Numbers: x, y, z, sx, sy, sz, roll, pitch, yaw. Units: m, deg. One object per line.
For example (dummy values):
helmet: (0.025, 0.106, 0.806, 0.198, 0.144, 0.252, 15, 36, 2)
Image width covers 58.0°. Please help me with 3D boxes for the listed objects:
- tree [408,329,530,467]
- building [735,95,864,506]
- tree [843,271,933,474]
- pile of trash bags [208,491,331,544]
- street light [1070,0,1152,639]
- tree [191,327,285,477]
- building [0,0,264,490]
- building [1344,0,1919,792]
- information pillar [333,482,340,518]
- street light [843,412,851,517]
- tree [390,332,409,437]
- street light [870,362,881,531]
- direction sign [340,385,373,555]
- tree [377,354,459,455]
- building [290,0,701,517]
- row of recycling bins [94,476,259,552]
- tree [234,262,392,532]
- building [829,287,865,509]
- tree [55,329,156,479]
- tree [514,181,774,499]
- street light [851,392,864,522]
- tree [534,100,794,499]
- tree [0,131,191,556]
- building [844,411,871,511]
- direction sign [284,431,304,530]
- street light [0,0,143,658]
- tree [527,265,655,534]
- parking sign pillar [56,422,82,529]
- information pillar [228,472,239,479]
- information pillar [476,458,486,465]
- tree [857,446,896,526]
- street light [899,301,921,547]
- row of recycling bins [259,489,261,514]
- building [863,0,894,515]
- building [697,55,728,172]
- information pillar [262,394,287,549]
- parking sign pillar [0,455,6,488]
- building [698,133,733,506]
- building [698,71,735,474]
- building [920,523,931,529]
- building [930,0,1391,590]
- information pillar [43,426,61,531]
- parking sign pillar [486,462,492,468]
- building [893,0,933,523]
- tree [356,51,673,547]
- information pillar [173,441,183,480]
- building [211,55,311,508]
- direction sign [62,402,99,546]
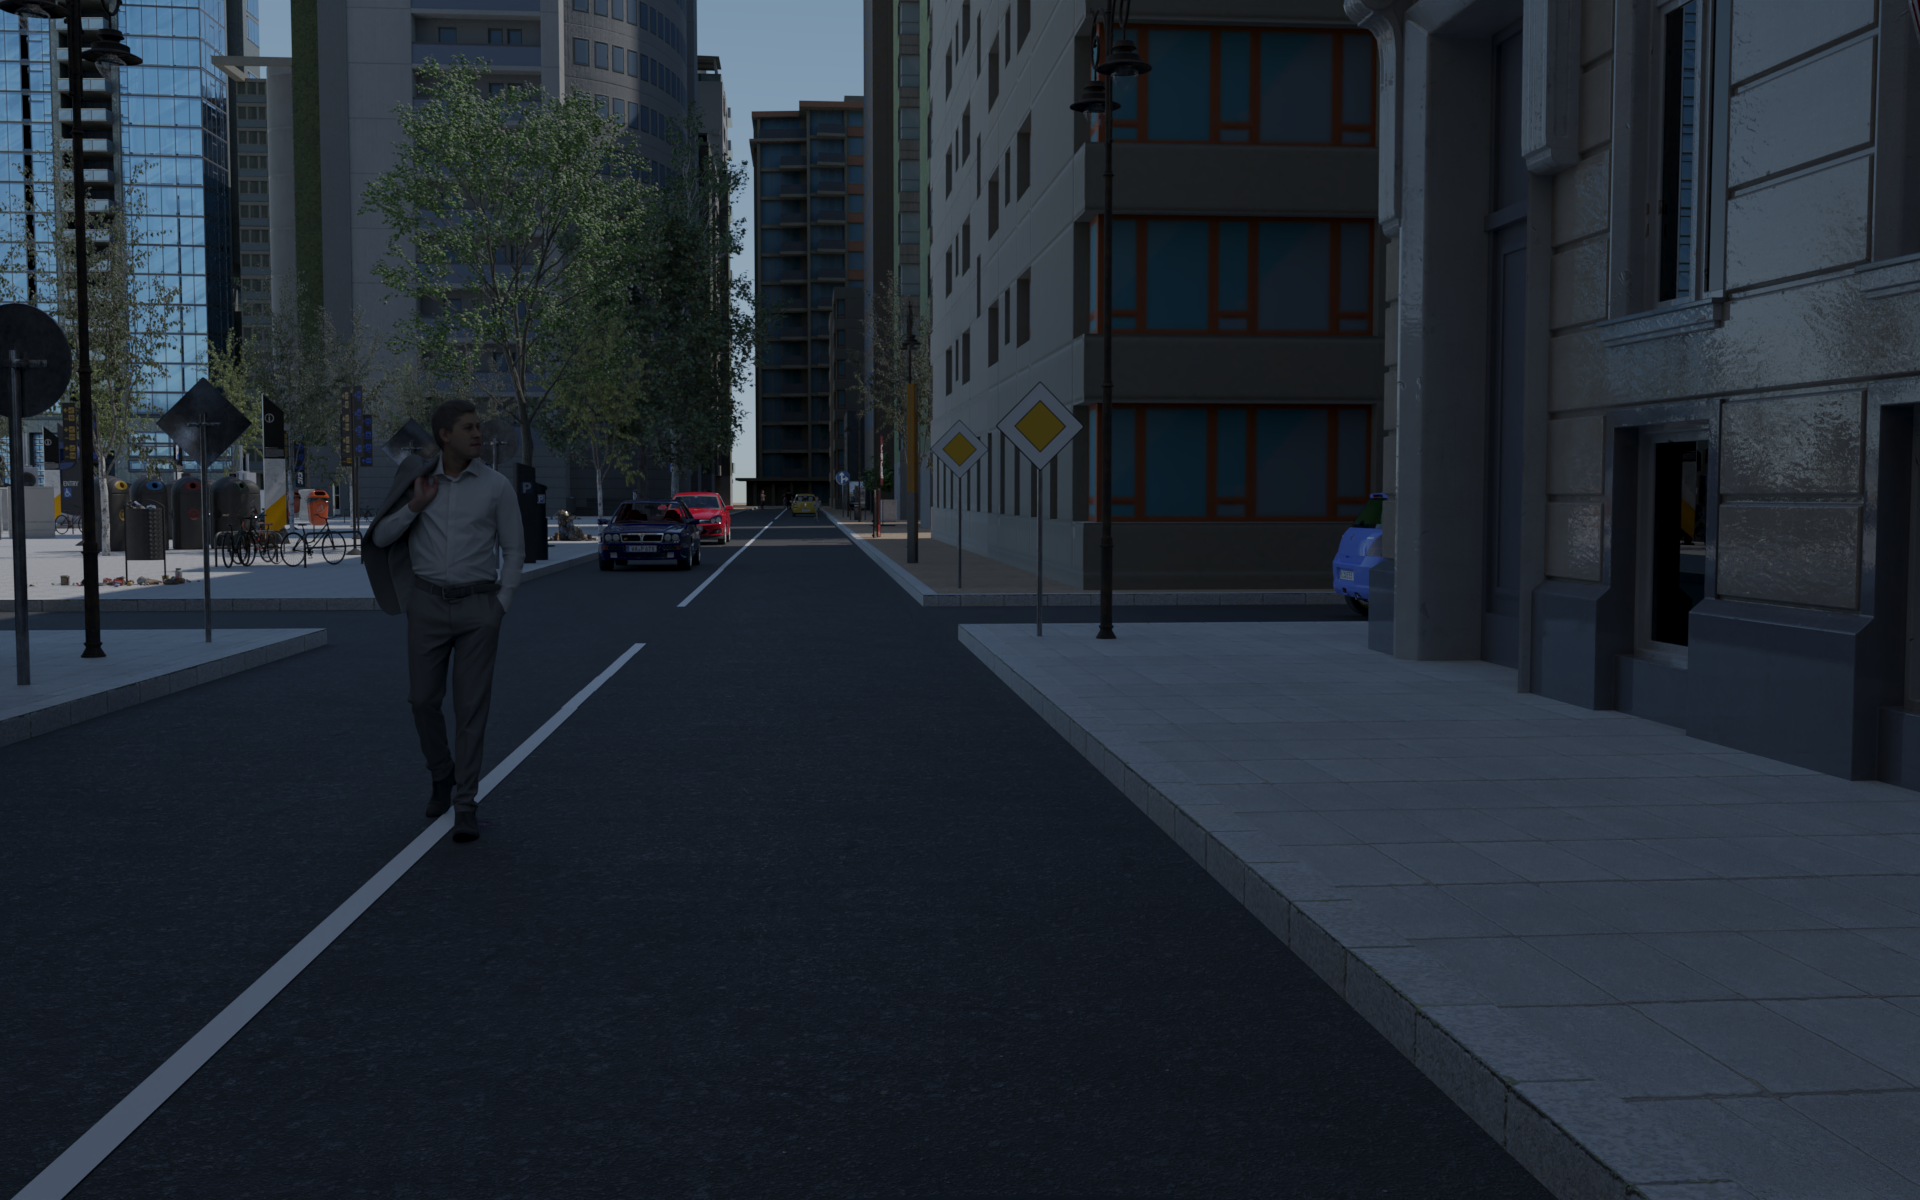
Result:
tree: (-20.470, -7.489, 72.801, 4.360, 8.622, 3.978, 0, 3, 0)
building: (-10.327, -32.959, 193.496, 28.867, 44.769, 22.147, 0, 4, -5)
tree: (-1.668, -6.498, 56.601, 4.360, 8.622, 3.978, 0, 3, 0)
pile of trash bags: (-17.998, -2.145, 44.817, 3.447, 1.369, 1.912, -3, 5, -44)
street light: (1.299, -2.595, 15.215, 0.468, 5.910, 1.993, 0, 4, -5)
tree: (-32.443, -7.782, 77.590, 4.737, 8.622, 4.395, 0, 3, 0)
building: (-76.521, -51.513, 154.911, 31.000, 86.520, 22.319, 0, 4, -5)
building: (10.452, -13.362, 4.376, 13.634, 28.700, 20.117, 0, 4, -5)
information pillar: (-33.899, -5.484, 94.158, 0.304, 2.012, 0.304, -3, 4, -36)
street light: (-6.304, -7.625, 97.451, 0.468, 5.910, 1.993, 0, 4, -5)
tree: (-23.562, -7.083, 66.177, 4.360, 8.622, 3.978, 0, 3, 0)
street light: (-2.935, -5.354, 60.328, 0.468, 5.910, 1.993, 0, 4, -5)
direction sign: (-12.754, -2.717, 36.414, 0.876, 3.537, 0.379, 3, 5, 44)
tree: (-28.537, -8.649, 91.775, 4.737, 8.622, 4.395, 0, 3, 0)
building: (-28.017, -34.714, 109.577, 21.231, 58.520, 28.212, 0, 4, -5)
row of recycling bins: (-18.156, -1.997, 39.761, 3.534, 1.692, 1.069, -3, 5, -44)
tree: (-21.319, -6.425, 55.408, 4.360, 8.622, 3.978, 0, 3, 0)
building: (1.978, -19.280, 160.261, 27.650, 21.520, 28.899, 0, 4, -5)
tree: (-38.760, -7.814, 78.125, 4.737, 8.622, 4.395, 0, 3, 0)
tree: (-11.676, -8.970, 63.660, 9.611, 12.733, 9.660, 0, 3, 0)
street light: (-4.562, -6.465, 78.488, 0.468, 5.910, 1.993, 0, 4, -5)
tree: (-14.610, -14.059, 85.756, 12.611, 20.169, 13.585, 0, 3, 0)
tree: (-17.656, -5.201, 35.398, 4.360, 8.622, 3.978, 0, 3, 0)
building: (2.851, -49.843, 127.610, 22.319, 86.520, 31.000, 0, 4, -5)
direction sign: (-23.902, -4.279, 61.965, 0.876, 3.537, 0.379, -3, 4, -37)
street light: (-6.820, -2.487, 13.454, 0.468, 5.910, 1.993, 0, 4, -5)
tree: (-11.433, -6.369, 54.495, 4.737, 8.622, 4.395, 0, 3, 0)
parking sign pillar: (-33.206, -4.663, 64.708, 1.447, 3.967, 1.447, 1, 4, 17)
information pillar: (-24.707, -3.331, 58.953, 0.304, 2.012, 0.304, -1, 4, -15)
information pillar: (-23.407, -5.711, 84.732, 0.504, 3.616, 0.183, 0, 4, -4)
tree: (-3.042, -4.573, 69.364, 1.663, 3.219, 1.824, 0, 3, 0)
street light: (-1.205, -4.209, 41.601, 0.468, 5.910, 1.993, 0, 4, -5)
row of recycling bins: (-21.759, -2.580, 49.304, 3.534, 1.692, 1.069, -1, 4, -12)
building: (1.282, -27.869, 105.774, 14.600, 45.320, 14.200, 0, 4, -5)
building: (-28.968, -29.381, 163.975, 14.086, 41.232, 14.154, 0, 4, -5)
information pillar: (-16.116, -3.017, 40.678, 0.504, 3.616, 0.183, -3, 4, -36)
parking sign pillar: (-47.394, -5.878, 84.574, 1.447, 3.967, 1.447, -1, 4, -12)
building: (-26.781, -22.969, 147.239, 14.160, 30.474, 14.107, 0, 4, -5)
building: (-40.343, -34.972, 191.408, 30.456, 49.044, 23.786, 0, 4, -5)
building: (5.266, -23.620, 69.788, 14.154, 41.232, 14.086, 0, 4, -5)
building: (14.785, -11.771, 37.497, 28.899, 21.520, 27.650, 0, 4, -5)
information pillar: (-31.247, -4.172, 59.572, 0.504, 3.616, 0.183, -3, 4, -39)
parking sign pillar: (-24.721, -6.175, 89.441, 1.447, 3.967, 1.447, 2, 4, 30)
building: (3.404, -24.964, 91.754, 14.154, 41.232, 14.086, 0, 4, -5)
tree: (-10.572, -7.093, 41.733, 9.928, 11.665, 9.643, 0, 3, 0)
information pillar: (-29.575, -4.537, 65.539, 0.183, 3.616, 0.504, 0, 4, 7)
building: (-48.667, -28.242, 153.632, 23.993, 40.220, 32.217, 0, 4, -5)
direction sign: (-21.742, -3.111, 42.865, 0.876, 3.537, 0.379, 0, 4, 4)
